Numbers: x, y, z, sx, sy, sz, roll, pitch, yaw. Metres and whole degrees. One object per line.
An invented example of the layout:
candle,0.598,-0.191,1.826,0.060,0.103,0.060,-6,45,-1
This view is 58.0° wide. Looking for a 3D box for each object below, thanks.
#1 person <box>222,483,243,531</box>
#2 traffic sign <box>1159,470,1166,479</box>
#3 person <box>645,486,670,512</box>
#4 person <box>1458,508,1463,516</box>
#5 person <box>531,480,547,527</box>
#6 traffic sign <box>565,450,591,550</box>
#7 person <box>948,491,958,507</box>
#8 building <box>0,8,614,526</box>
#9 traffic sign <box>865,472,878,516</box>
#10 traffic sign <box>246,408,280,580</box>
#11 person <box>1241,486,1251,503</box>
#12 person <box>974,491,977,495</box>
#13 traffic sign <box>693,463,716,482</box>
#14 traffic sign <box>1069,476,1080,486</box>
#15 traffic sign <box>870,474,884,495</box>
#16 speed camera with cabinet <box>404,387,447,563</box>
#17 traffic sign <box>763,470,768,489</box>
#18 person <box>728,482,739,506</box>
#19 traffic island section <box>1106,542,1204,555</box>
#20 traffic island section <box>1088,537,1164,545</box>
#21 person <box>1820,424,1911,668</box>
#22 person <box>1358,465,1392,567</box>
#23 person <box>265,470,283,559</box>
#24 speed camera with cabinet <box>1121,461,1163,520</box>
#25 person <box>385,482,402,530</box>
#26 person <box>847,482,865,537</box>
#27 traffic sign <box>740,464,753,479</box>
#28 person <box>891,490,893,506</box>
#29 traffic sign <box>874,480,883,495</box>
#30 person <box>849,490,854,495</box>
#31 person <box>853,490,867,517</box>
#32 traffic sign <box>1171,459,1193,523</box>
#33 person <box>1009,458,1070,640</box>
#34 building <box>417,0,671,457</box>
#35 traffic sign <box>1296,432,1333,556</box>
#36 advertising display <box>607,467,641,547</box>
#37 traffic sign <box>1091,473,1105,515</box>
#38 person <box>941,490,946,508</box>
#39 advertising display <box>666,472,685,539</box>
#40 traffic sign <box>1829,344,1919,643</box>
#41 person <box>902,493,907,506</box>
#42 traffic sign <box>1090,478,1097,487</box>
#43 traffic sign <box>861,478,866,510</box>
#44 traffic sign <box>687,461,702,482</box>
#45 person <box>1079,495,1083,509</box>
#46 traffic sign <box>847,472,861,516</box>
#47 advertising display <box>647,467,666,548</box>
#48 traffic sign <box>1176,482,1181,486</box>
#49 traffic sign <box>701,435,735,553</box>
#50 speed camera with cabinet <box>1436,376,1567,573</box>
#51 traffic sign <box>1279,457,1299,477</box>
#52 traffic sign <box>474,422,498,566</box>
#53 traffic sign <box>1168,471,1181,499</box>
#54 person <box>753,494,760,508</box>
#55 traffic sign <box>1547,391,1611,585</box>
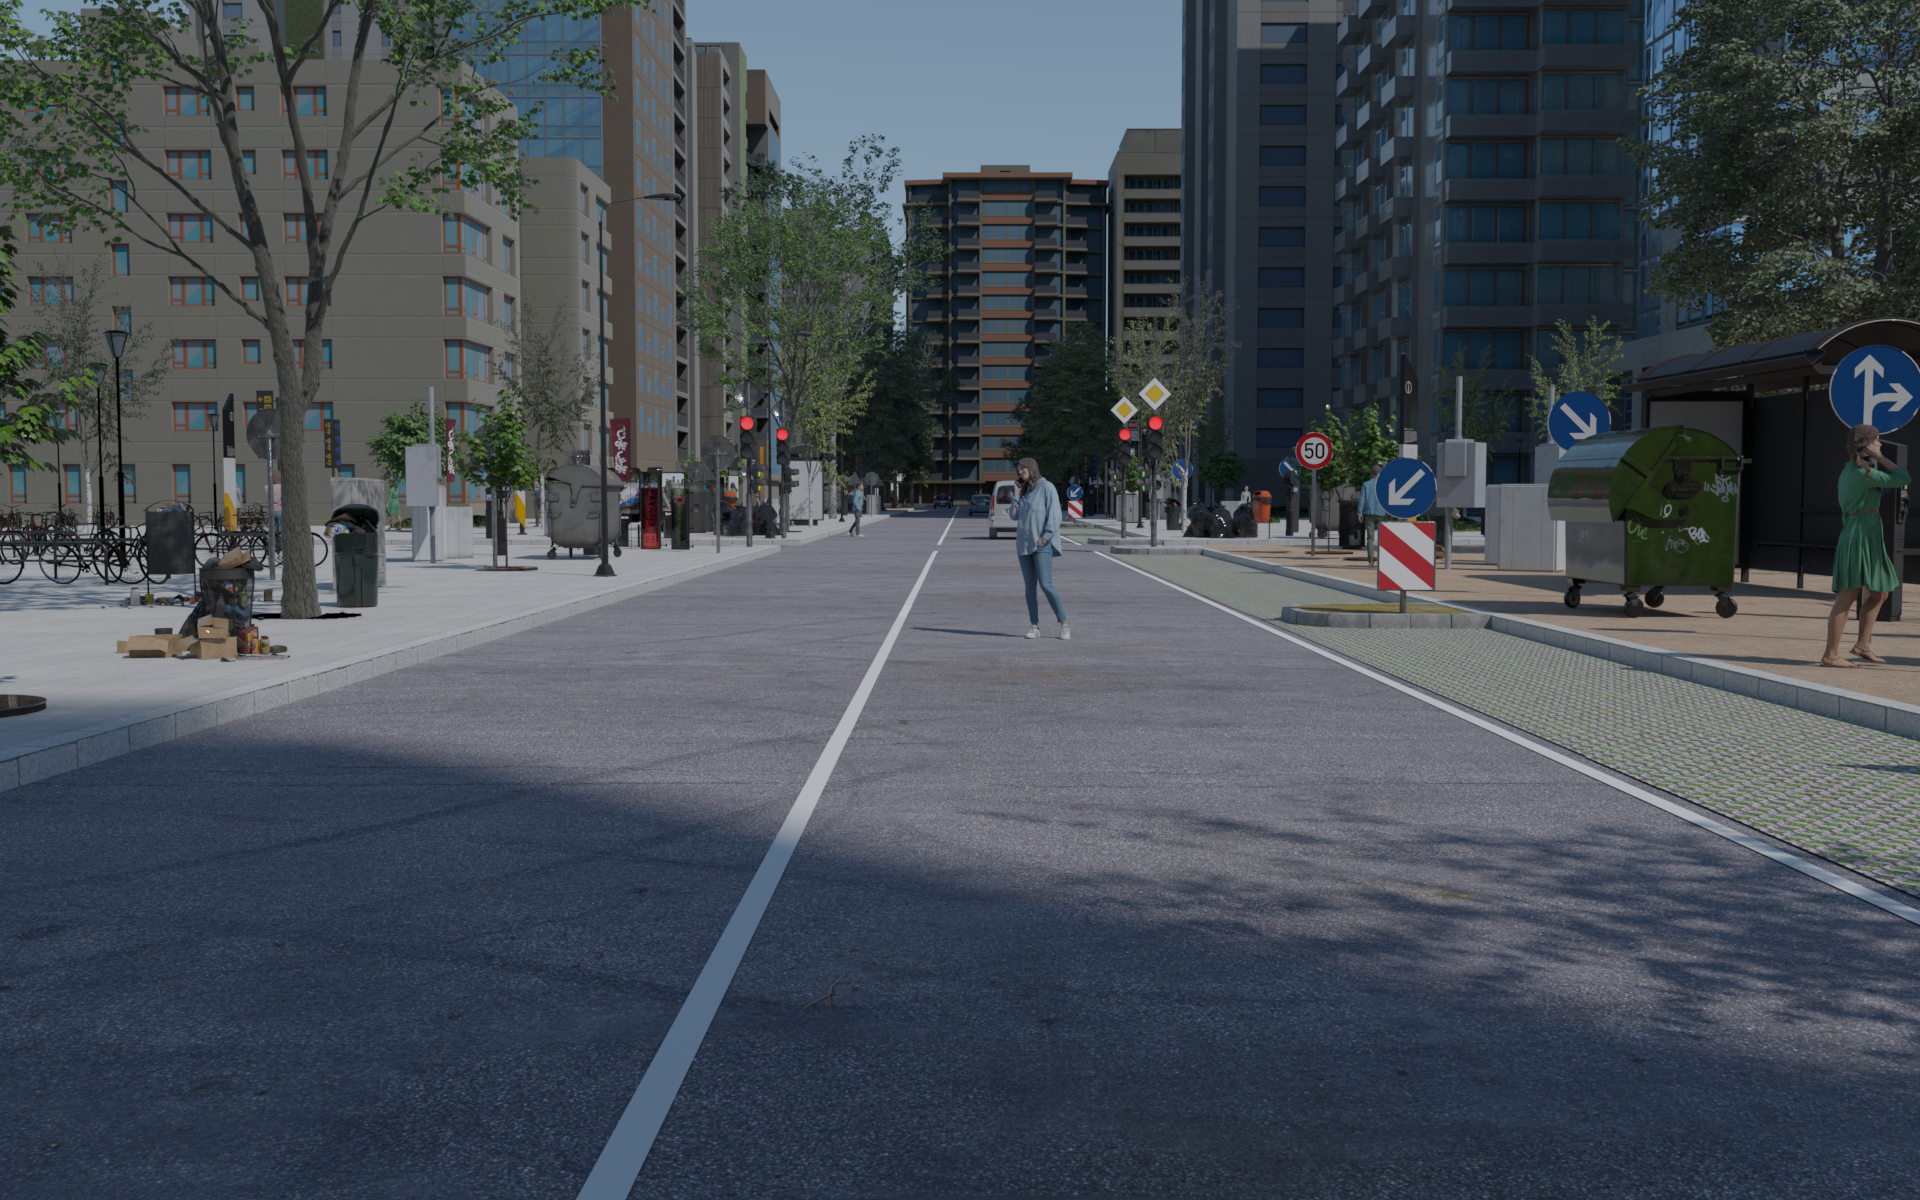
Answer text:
person,-24.619,-3.196,58.475,0.709,1.800,0.728,-1,4,-12
traffic sign,10.426,-5.546,90.787,0.768,2.556,0.104,0,4,5
person,-7.541,-2.225,42.703,0.678,1.792,0.850,-2,4,-27
person,25.874,-5.078,89.406,0.601,1.785,0.444,-2,4,-24
person,-16.356,-3.763,67.366,0.655,1.846,0.447,0,4,-2
traffic sign,-8.809,-2.312,39.929,0.606,2.300,0.079,0,4,4
person,-0.882,-11.061,189.485,1.348,1.807,0.705,2,4,29
building,-33.557,-14.596,83.677,27.650,21.520,28.899,0,4,0
traffic sign,-5.097,-6.083,99.567,0.768,2.556,0.104,0,4,1
traffic sign,-10.242,-1.567,25.730,0.768,2.556,0.104,0,4,8
person,14.217,-4.833,86.060,0.512,1.701,0.522,0,4,0
person,1.795,-10.635,182.938,0.990,1.755,0.434,-2,4,-26
traffic sign,-9.743,-4.043,66.110,0.884,2.594,0.081,0,4,6
traffic sign,8.075,-7.441,121.769,0.768,2.556,0.104,0,4,6
traffic sign,-5.214,-6.648,108.701,0.884,2.594,0.081,0,4,7
speed camera with cabinet,-10.096,-2.348,32.719,0.660,3.252,2.038,-1,4,-12
traffic sign,-8.927,-4.789,78.406,0.768,2.556,0.104,0,4,5
person,-9.957,-4.262,75.968,0.600,1.795,0.529,-3,4,-39
traffic island section,4.714,-1.204,41.967,2.009,0.180,2.903,0,4,0
traffic island section,4.739,-1.692,49.952,2.009,0.180,2.903,0,4,0
person,6.647,-0.400,12.829,0.529,1.795,0.600,0,4,1
person,7.248,-1.457,30.207,0.601,1.785,0.444,1,4,14
person,-13.396,-1.678,34.075,0.593,1.750,0.643,0,4,1
speed camera with cabinet,9.008,-5.587,85.680,2.038,3.252,0.660,0,4,3
person,-20.280,-3.409,62.027,0.529,1.795,0.600,1,4,10
person,-3.493,-3.036,58.158,0.620,1.820,0.660,0,4,-4
traffic sign,-8.581,-4.325,70.453,0.795,2.593,0.064,0,4,5
person,-7.488,-11.407,193.333,0.721,1.735,1.217,1,4,16
traffic sign,-5.810,-7.427,123.553,0.606,2.300,0.079,1,4,8
person,-11.918,-11.291,191.433,0.721,1.735,1.217,2,4,34
person,-5.582,-5.477,95.873,0.678,1.792,0.850,-3,5,-45
traffic sign,8.032,-3.830,62.726,0.768,2.556,0.104,0,4,2
person,0.801,-0.516,17.202,0.793,1.790,0.793,1,4,15
building,-26.741,-28.276,112.424,14.600,45.320,14.200,0,4,0
traffic sign,7.285,-2.175,35.673,0.768,2.556,0.104,0,4,5
advertising display,-8.224,-2.250,41.997,0.974,1.923,0.123,0,4,-5
traffic sign,8.275,-6.368,104.127,0.884,2.594,0.081,0,4,7
person,-1.789,-10.626,182.216,1.348,1.826,0.705,-2,4,-34
advertising display,-8.353,-2.729,49.827,0.974,1.923,0.123,-3,4,-39
traffic sign,7.816,-0.903,14.863,0.768,2.556,0.104,0,4,6
person,-5.671,-10.390,176.843,0.541,1.710,0.530,2,4,33
traffic sign,8.180,-6.350,105.946,0.606,2.300,0.079,0,4,3
traffic sign,-6.206,-6.557,109.337,0.606,2.300,0.079,1,4,9
traffic sign,-10.196,-4.090,66.981,0.768,2.556,0.104,0,4,7
person,10.679,-8.778,152.819,1.065,1.426,0.557,0,4,-2
traffic sign,-6.091,-6.134,100.299,0.884,2.594,0.081,0,4,5
advertising display,-7.279,-2.210,41.348,0.123,1.923,0.974,-2,4,-24
traffic sign,11.384,-5.316,89.045,0.606,2.300,0.079,1,4,8
traffic sign,-5.243,-2.287,37.499,0.768,2.556,0.104,0,4,5
speed camera with cabinet,9.065,-2.119,28.977,2.038,3.252,0.660,2,4,35
traffic sign,11.407,-3.653,59.838,0.768,2.556,0.104,1,4,9
traffic sign,-8.238,-1.866,30.617,0.768,2.556,0.104,0,4,1
traffic sign,10.507,-5.161,84.490,0.768,2.556,0.104,0,4,4
person,-8.310,-3.706,70.907,0.640,1.303,0.475,-2,4,-33
traffic sign,7.652,-1.308,21.500,0.768,2.556,0.104,0,4,4
